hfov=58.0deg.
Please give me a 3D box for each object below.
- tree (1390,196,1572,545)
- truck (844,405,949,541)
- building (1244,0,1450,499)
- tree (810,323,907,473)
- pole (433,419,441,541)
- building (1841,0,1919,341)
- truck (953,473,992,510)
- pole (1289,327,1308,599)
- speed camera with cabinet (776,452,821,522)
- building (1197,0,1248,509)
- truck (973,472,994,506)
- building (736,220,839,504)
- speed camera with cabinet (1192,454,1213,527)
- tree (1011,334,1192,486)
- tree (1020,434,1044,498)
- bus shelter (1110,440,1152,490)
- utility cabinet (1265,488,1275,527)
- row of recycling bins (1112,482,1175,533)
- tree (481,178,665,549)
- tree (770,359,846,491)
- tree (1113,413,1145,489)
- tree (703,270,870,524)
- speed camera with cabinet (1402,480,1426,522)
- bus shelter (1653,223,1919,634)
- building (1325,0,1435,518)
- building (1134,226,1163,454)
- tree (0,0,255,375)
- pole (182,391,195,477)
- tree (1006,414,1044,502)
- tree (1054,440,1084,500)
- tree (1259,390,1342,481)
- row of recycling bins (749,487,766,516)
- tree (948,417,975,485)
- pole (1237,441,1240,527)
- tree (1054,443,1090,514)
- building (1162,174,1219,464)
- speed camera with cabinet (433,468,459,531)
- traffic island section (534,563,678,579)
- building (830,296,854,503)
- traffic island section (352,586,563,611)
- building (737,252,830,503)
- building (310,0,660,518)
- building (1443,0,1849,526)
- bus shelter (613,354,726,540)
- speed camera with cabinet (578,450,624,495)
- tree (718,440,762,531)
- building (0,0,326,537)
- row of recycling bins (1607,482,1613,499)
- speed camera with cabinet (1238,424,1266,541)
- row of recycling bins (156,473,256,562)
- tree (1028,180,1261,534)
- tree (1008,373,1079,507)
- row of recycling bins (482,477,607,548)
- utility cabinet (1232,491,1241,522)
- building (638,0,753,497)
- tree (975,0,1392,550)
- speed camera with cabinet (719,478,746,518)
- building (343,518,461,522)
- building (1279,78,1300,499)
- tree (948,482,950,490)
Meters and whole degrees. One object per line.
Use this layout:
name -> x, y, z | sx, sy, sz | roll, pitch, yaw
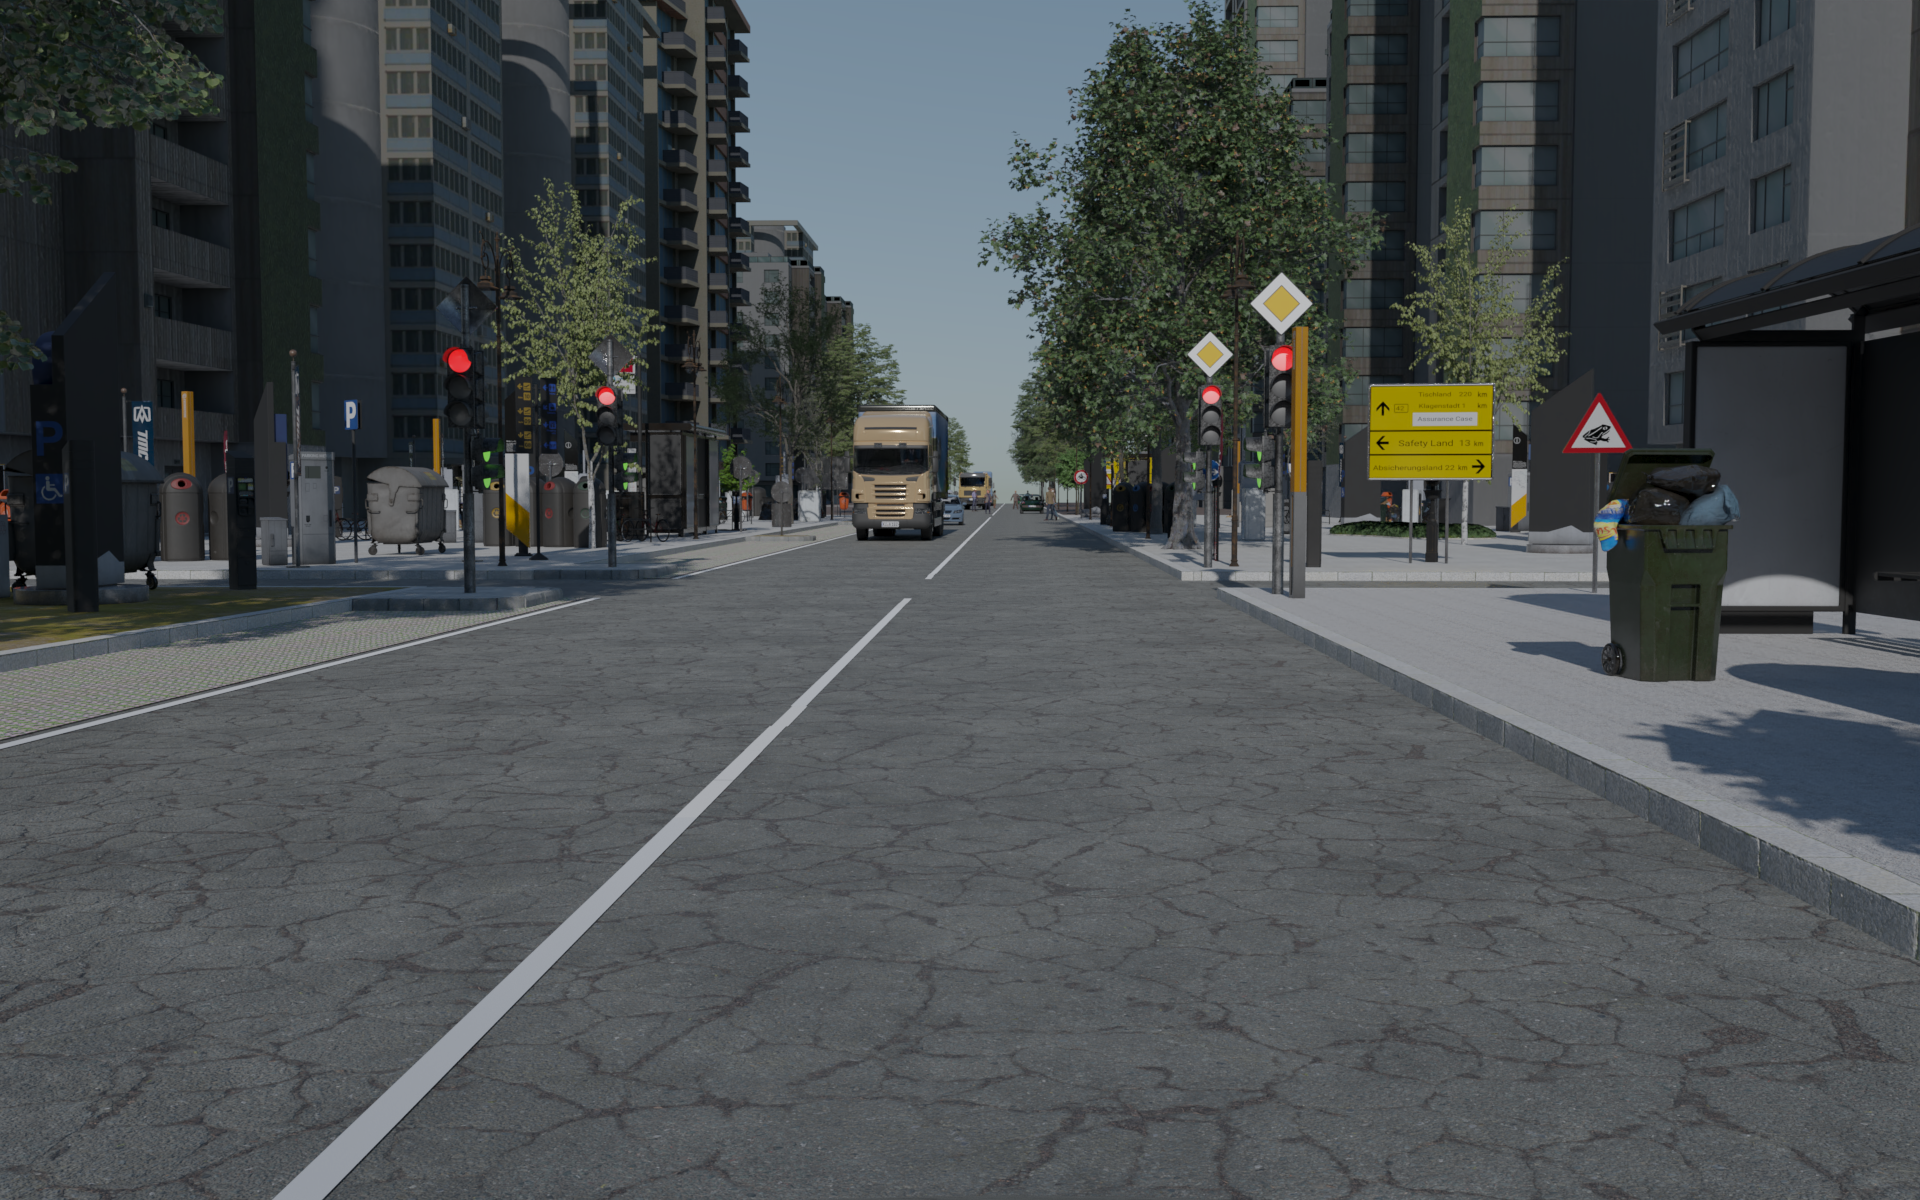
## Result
tree -> 13.059, -5.711, 43.735 | 4.737, 8.622, 4.395 | 0, 3, 0
truck -> -1.874, -4.142, 56.639 | 2.839, 4.237, 11.283 | 0, 4, 2
building -> 29.458, -27.754, 137.380 | 14.154, 41.232, 14.086 | 0, 4, 2
tree -> -6.974, -12.055, 115.223 | 7.486, 12.596, 7.792 | 0, 3, 0
pole -> -14.189, -3.254, 47.054 | 0.158, 3.312, 0.155 | 0, 3, 0
building -> 28.782, -22.265, 47.624 | 14.086, 41.232, 14.154 | 0, 4, 2
truck -> 1.334, -9.935, 158.360 | 3.469, 3.379, 9.791 | 0, 4, 3
pole -> 4.155, -1.676, 21.249 | 0.158, 3.312, 0.155 | 0, 3, 0
speed camera with cabinet -> -7.570, -5.304, 81.054 | 2.038, 3.252, 0.660 | -1, 4, -17
building -> 32.752, -43.801, 154.402 | 20.563, 71.187, 20.611 | 0, 4, 2
truck -> 2.969, -13.613, 212.329 | 2.967, 4.110, 18.799 | 0, 4, 3
building -> -32.374, -32.930, 230.279 | 32.217, 40.220, 23.993 | 0, 4, 2
speed camera with cabinet -> 9.004, -4.462, 67.293 | 0.660, 3.252, 2.038 | -2, 4, -28
tree -> 6.833, -8.571, 74.541 | 7.601, 10.594, 8.767 | 2, 4, 23
tree -> 12.005, -19.956, 252.040 | 9.928, 11.665, 9.643 | 0, 3, 0
bus shelter -> 9.523, -7.085, 93.472 | 2.179, 5.291, 8.768 | 0, 4, 2
utility cabinet -> 11.820, -3.554, 66.792 | 0.318, 1.500, 1.173 | 2, 4, 33
row of recycling bins -> 6.405, -3.119, 58.115 | 1.069, 1.692, 3.534 | -2, 4, -34
tree -> -8.722, -5.498, 40.248 | 4.737, 8.622, 4.395 | 0, 3, 0
tree -> -7.645, -8.546, 90.086 | 4.360, 8.622, 3.978 | 0, 3, 0
tree -> 7.551, -8.053, 82.032 | 4.737, 8.622, 4.395 | 0, 3, 0
tree -> -7.436, -8.498, 73.359 | 8.767, 10.594, 7.601 | 2, 4, 33
speed camera with cabinet -> 16.706, -4.238, 63.631 | 0.660, 3.252, 2.038 | 1, 4, 23
bus shelter -> 7.343, -1.187, 13.330 | 2.014, 3.302, 5.546 | 0, 4, 2
building -> 27.429, -19.919, 97.383 | 14.160, 30.474, 14.107 | 0, 4, 2
building -> 35.752, -43.242, 249.005 | 21.231, 58.520, 28.212 | 0, 4, 2
tree -> -9.573, -6.436, 11.887 | 9.857, 13.997, 8.962 | 0, 3, 0
pole -> -15.352, -2.487, 34.509 | 0.158, 3.312, 0.155 | 0, 3, 0
tree -> 11.309, -20.020, 237.689 | 12.009, 13.543, 11.850 | 0, 3, 0
tree -> 9.123, -11.066, 131.290 | 4.360, 8.622, 3.978 | 0, 3, 0
tree -> 17.002, -8.372, 87.245 | 4.360, 8.622, 3.978 | 0, 3, 0
row of recycling bins -> -11.820, -5.753, 101.172 | 1.069, 1.692, 3.534 | 0, 4, -6
tree -> -1.436, -20.575, 254.533 | 7.486, 12.596, 7.792 | 0, 3, 0
pole -> 10.715, -4.473, 66.979 | 0.158, 3.312, 0.155 | 0, 3, 0
tree -> 7.553, -7.806, 111.349 | 4.285, 4.588, 4.351 | 0, 3, 0
building -> 36.309, -34.630, 220.828 | 22.147, 44.769, 28.867 | 0, 4, 2
speed camera with cabinet -> -17.887, -4.035, 60.310 | 0.660, 3.252, 2.038 | -2, 4, -24
traffic island section -> -6.143, -0.504, 30.515 | 2.009, 0.180, 2.903 | 0, 4, 2
building -> -22.834, -29.211, 249.303 | 14.160, 30.474, 14.107 | 0, 4, 2
traffic island section -> -6.393, -0.015, 22.534 | 2.009, 0.180, 2.903 | 0, 4, 2
building -> -24.111, -26.886, 211.295 | 14.160, 30.474, 14.107 | 0, 4, 2
building -> -34.896, -26.070, 118.118 | 32.217, 40.220, 23.993 | 0, 4, 2
building -> 27.834, -23.938, 74.976 | 14.154, 41.232, 14.086 | 0, 4, 2
bus shelter -> -8.901, -4.578, 52.476 | 2.179, 5.291, 8.768 | 0, 4, 2
speed camera with cabinet -> -16.244, -5.130, 78.216 | 2.038, 3.252, 0.660 | 1, 4, 13
tree -> -8.047, -4.039, 60.634 | 1.663, 3.219, 1.824 | 0, 3, 0
building -> -28.615, -17.083, 51.004 | 14.160, 30.474, 14.107 | 0, 4, 2
row of recycling bins -> 20.905, -2.919, 54.835 | 1.069, 1.692, 3.534 | 0, 3, 0
speed camera with cabinet -> 8.179, -3.311, 48.474 | 0.660, 3.252, 2.038 | 0, 4, 4
row of recycling bins -> -15.313, -1.580, 32.948 | 3.534, 1.692, 1.069 | -2, 4, -34
tree -> 6.013, -8.396, 55.396 | 7.486, 12.596, 7.792 | 0, 3, 0
tree -> 9.306, -16.286, 172.925 | 9.857, 13.997, 8.962 | 0, 3, 0
row of recycling bins -> -10.101, -2.141, 42.125 | 3.534, 1.692, 1.069 | 2, 4, 24
utility cabinet -> 12.891, -4.260, 78.326 | 1.173, 1.500, 0.318 | 2, 4, 31
building -> -29.567, -29.972, 144.667 | 22.147, 44.769, 28.867 | 0, 4, 2
tree -> 5.186, -7.532, 40.163 | 9.611, 12.733, 9.660 | 0, 3, 0
speed camera with cabinet -> -12.478, -5.983, 92.163 | 2.038, 3.252, 0.660 | -1, 4, -19
building -> -36.810, -24.148, 86.698 | 32.217, 40.220, 23.993 | 0, 4, 2
building -> 29.490, -21.525, 123.630 | 14.160, 30.474, 14.107 | 0, 4, 2
tree -> -2.106, -14.884, 237.949 | 1.663, 3.219, 1.824 | 0, 3, 0
